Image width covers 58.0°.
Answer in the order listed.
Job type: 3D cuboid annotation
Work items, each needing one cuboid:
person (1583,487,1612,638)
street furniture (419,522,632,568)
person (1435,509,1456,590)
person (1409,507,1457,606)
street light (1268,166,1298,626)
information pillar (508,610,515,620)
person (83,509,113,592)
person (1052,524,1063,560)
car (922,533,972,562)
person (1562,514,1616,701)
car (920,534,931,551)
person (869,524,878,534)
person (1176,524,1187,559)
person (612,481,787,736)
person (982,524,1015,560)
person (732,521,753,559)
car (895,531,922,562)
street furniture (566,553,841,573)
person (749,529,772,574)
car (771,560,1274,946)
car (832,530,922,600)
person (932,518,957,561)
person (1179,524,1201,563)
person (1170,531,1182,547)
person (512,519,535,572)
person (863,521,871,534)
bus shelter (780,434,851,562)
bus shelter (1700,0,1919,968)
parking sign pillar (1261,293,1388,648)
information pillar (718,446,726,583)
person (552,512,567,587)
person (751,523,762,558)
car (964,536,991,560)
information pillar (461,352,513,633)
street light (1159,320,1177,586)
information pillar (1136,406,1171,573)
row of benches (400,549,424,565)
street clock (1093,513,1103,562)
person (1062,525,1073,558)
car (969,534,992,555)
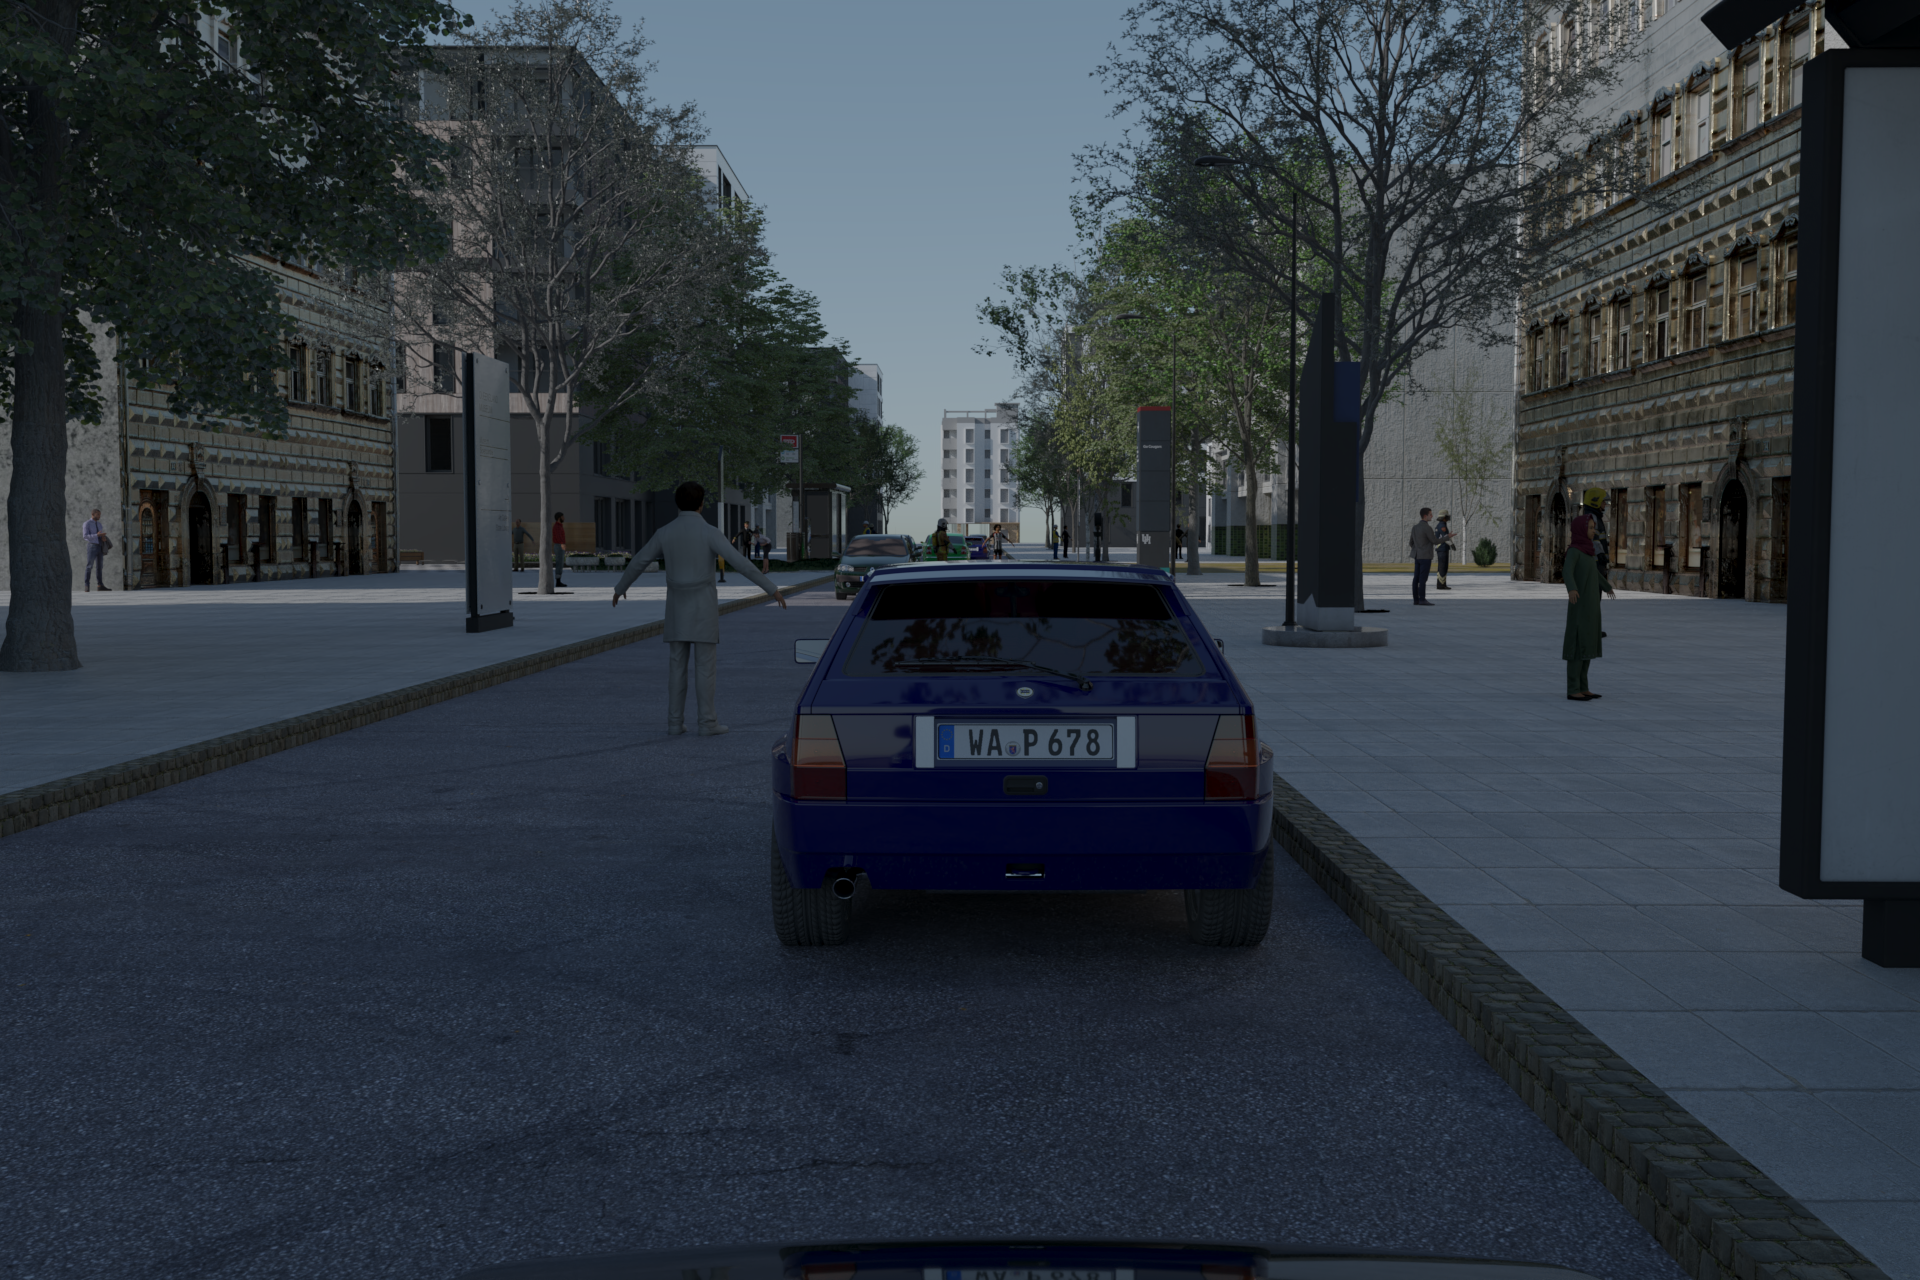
[{"bbox_3d":[7.904,-0.963,21.511,0.704,1.858,1.351,1,4,20],"label":"person"},{"bbox_3d":[-15.578,-3.719,67.659,11.010,1.723,9.812,-1,4,-12],"label":"street furniture"},{"bbox_3d":[11.155,-2.081,39.888,0.704,1.845,1.351,0,4,3],"label":"person"},{"bbox_3d":[8.503,-1.504,31.164,0.750,1.759,0.617,0,4,-1],"label":"person"},{"bbox_3d":[4.654,-2.989,21.405,1.470,5.913,1.316,0,4,1],"label":"street light"},{"bbox_3d":[-6.774,-2.096,25.621,0.183,3.616,0.504,0,4,1],"label":"information pillar"},{"bbox_3d":[-19.110,-1.991,38.466,0.599,1.838,0.709,1,4,15],"label":"person"},{"bbox_3d":[4.915,-4.946,87.324,0.721,1.772,1.216,-1,4,-18],"label":"person"},{"bbox_3d":[-0.500,-3.512,66.219,1.959,1.807,4.718,0,3,0],"label":"car"},{"bbox_3d":[4.868,-0.255,13.382,0.599,1.438,0.989,3,4,37],"label":"person"},{"bbox_3d":[-1.291,-5.556,101.062,2.015,1.641,3.980,0,4,1],"label":"car"},{"bbox_3d":[-4.858,-5.490,95.539,1.354,1.856,0.705,2,4,23],"label":"person"},{"bbox_3d":[11.221,-5.049,88.731,1.347,1.806,0.705,3,4,37],"label":"person"},{"bbox_3d":[-1.904,-0.229,12.387,1.347,1.806,0.705,1,4,15],"label":"person"},{"bbox_3d":[1.514,-3.705,69.184,1.345,1.843,0.704,-1,4,-15],"label":"person"},{"bbox_3d":[-9.065,-4.148,73.756,1.347,1.837,0.705,-2,4,-25],"label":"person"},{"bbox_3d":[-2.234,-2.932,57.730,2.009,1.686,4.222,0,4,1],"label":"car"},{"bbox_3d":[-8.647,-2.692,59.639,10.072,0.657,5.734,0,4,4],"label":"street furniture"},{"bbox_3d":[-6.325,-2.801,55.022,0.628,1.438,0.799,0,4,6],"label":"person"},{"bbox_3d":[0.218,0.319,7.368,1.945,1.354,3.894,0,4,0],"label":"car"},{"bbox_3d":[-1.835,-1.783,38.936,2.009,1.686,4.222,0,4,1],"label":"car"},{"bbox_3d":[-0.456,-2.336,46.418,0.705,1.858,1.354,-2,4,-25],"label":"person"},{"bbox_3d":[10.370,-4.398,78.128,1.346,1.802,0.704,-2,4,-32],"label":"person"},{"bbox_3d":[5.484,-2.486,47.421,1.217,1.736,0.721,0,4,-4],"label":"person"},{"bbox_3d":[-15.086,-3.235,59.159,1.348,1.796,0.705,1,4,15],"label":"person"},{"bbox_3d":[-3.966,-4.078,72.651,0.705,1.833,1.349,-1,4,-15],"label":"person"},{"bbox_3d":[-6.067,-5.797,72.415,2.179,5.291,8.768,0,4,2],"label":"bus shelter"},{"bbox_3d":[3.207,-0.529,2.569,2.014,3.302,5.546,0,4,1],"label":"bus shelter"},{"bbox_3d":[4.246,-1.932,20.066,1.447,3.967,1.447,0,4,0],"label":"parking sign pillar"},{"bbox_3d":[-6.313,-3.327,45.744,0.183,3.616,0.504,0,3,0],"label":"information pillar"},{"bbox_3d":[-9.667,-2.192,41.941,0.704,1.816,1.345,-1,4,-14],"label":"person"},{"bbox_3d":[-10.740,-5.268,91.982,1.347,1.847,0.705,3,5,43],"label":"person"},{"bbox_3d":[0.453,-3.999,77.957,1.945,1.354,3.894,0,3,0],"label":"car"},{"bbox_3d":[-6.313,-1.949,23.174,0.184,3.620,1.656,0,4,1],"label":"information pillar"},{"bbox_3d":[5.062,-3.919,36.621,1.470,5.913,1.316,0,4,1],"label":"street light"},{"bbox_3d":[3.953,-2.816,35.414,0.750,3.857,0.750,0,4,1],"label":"information pillar"},{"bbox_3d":[-23.762,-3.365,70.487,4.104,0.672,1.422,-3,4,-38],"label":"row of benches"},{"bbox_3d":[4.685,-3.322,58.879,0.358,2.002,0.471,0,4,1],"label":"street clock"},{"bbox_3d":[5.671,-5.202,91.767,0.721,1.740,1.216,-1,4,-21],"label":"person"},{"bbox_3d":[1.219,-6.723,119.714,2.009,1.686,4.222,0,4,-1],"label":"car"}]
